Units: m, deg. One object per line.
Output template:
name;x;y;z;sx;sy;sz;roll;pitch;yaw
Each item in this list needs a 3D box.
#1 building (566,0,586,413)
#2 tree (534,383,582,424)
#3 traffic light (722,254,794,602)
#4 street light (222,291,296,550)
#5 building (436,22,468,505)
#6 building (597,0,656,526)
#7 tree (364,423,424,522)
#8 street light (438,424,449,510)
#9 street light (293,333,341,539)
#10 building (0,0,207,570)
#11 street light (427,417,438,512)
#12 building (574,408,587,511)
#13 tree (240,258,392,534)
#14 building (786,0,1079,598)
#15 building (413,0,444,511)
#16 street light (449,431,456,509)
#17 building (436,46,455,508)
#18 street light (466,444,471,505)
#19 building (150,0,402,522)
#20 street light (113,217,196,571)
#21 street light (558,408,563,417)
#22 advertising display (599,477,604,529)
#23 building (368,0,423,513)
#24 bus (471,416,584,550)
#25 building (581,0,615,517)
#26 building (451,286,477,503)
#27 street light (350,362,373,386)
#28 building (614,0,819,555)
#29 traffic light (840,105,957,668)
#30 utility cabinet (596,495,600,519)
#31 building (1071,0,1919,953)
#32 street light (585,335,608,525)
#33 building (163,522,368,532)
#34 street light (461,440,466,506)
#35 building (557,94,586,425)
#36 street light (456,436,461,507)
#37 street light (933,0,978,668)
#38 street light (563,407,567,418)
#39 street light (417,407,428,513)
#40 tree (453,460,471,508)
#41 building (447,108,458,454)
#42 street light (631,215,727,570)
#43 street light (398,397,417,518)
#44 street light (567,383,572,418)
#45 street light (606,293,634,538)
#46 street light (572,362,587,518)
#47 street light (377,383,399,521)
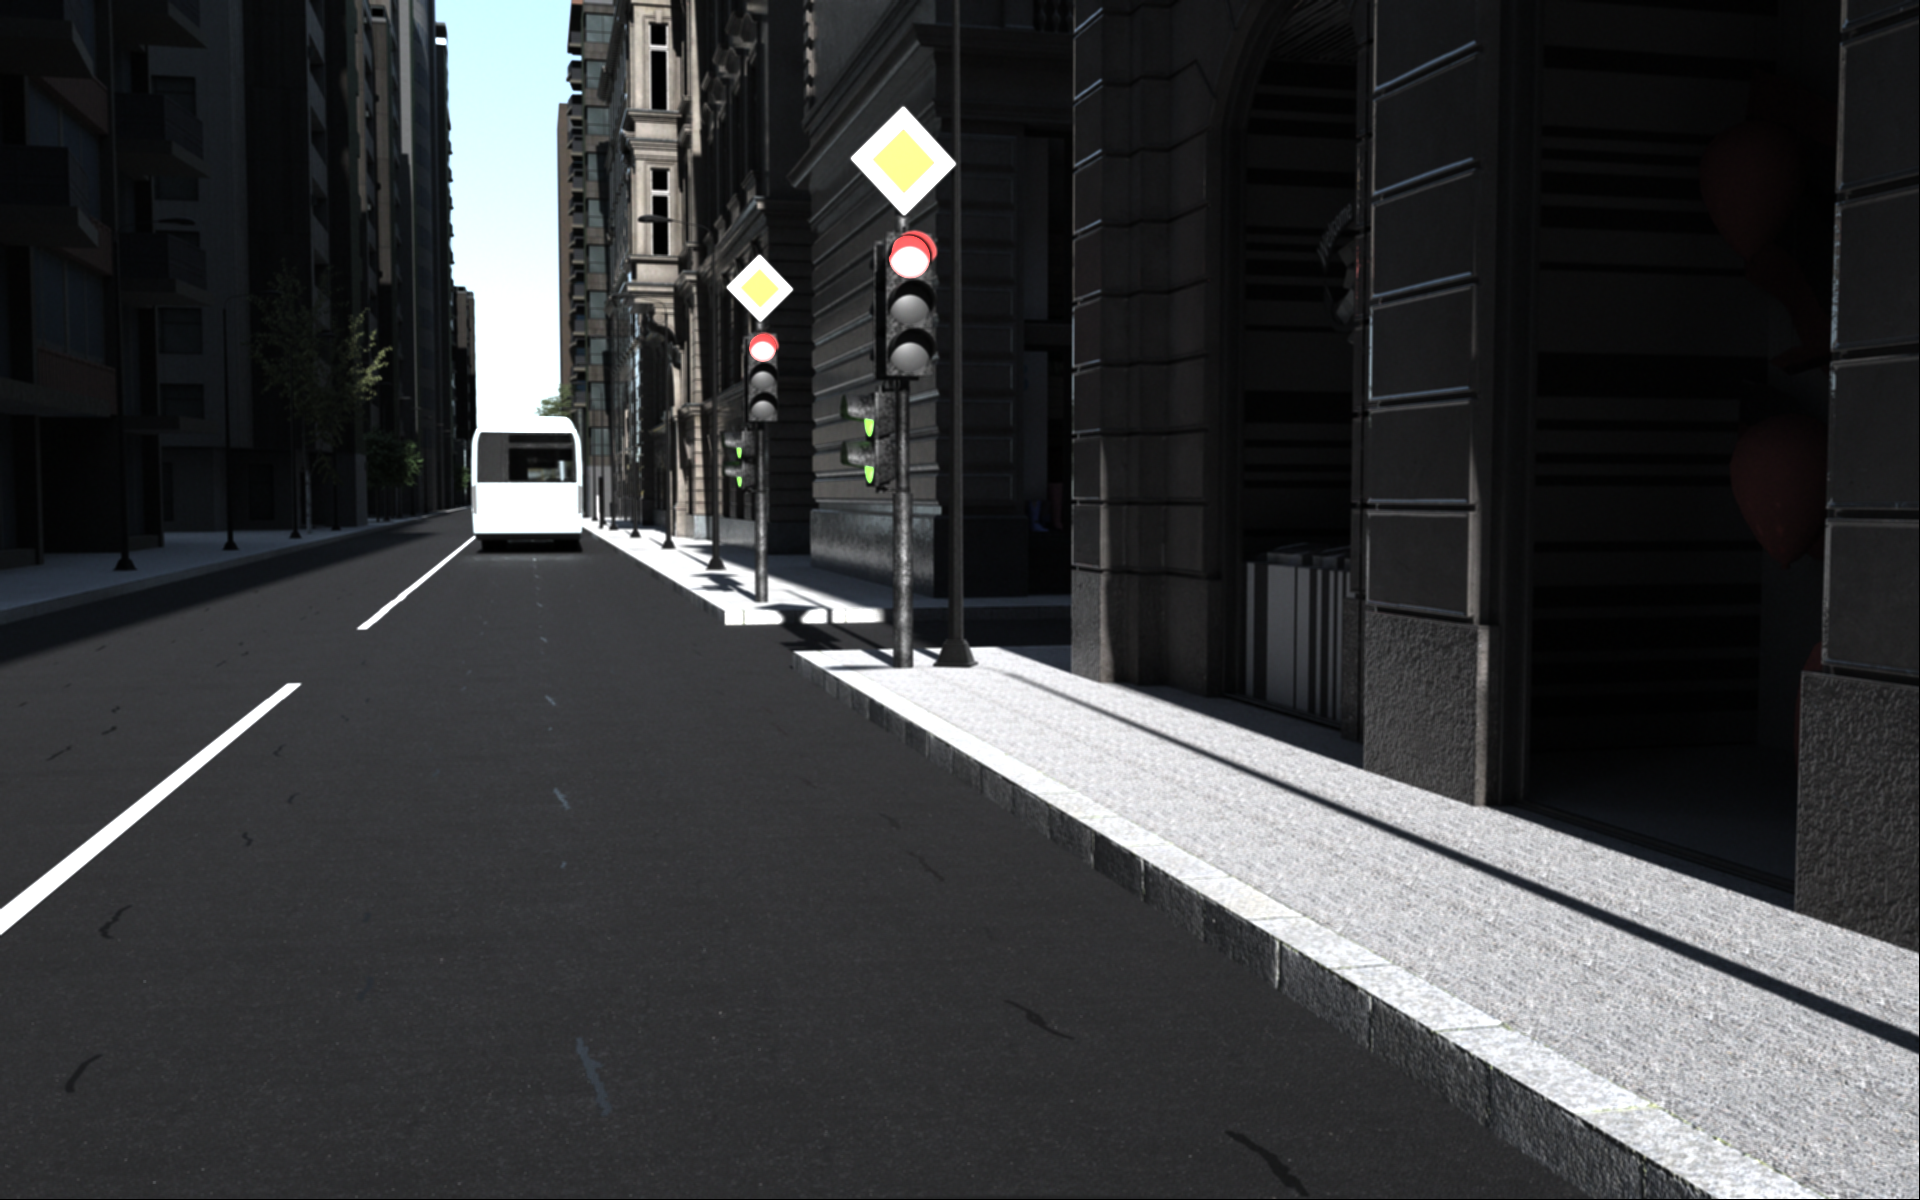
building;-23.734;-30.647;155.706;22.147;44.769;28.867;-1;4;-14
tree;-40.164;-15.788;176.261;7.486;12.596;7.792;0;3;0
traffic light;-2.376;-1.929;20.452;0.839;4.253;0.868;-1;4;-14
street light;-16.164;-4.100;39.578;1.470;5.913;1.316;-1;4;-14
building;-72.157;-54.948;211.067;22.319;86.520;31.000;-1;4;-14
building;-10.311;-17.432;82.276;12.463;27.353;25.104;-1;4;-14
tree;-26.626;-5.817;78.829;4.285;4.588;4.351;0;3;0
street light;-34.911;-8.708;114.912;1.470;5.913;1.316;-1;4;-14
street light;-18.711;-4.742;50.076;1.470;5.913;1.316;-1;4;-14
building;-26.614;-22.974;30.245;22.147;44.769;28.867;-1;4;-14
street light;-32.356;-8.041;104.016;1.470;5.913;1.316;-1;4;-14
building;-16.586;-49.709;125.417;22.319;86.520;31.000;-1;4;-14
tree;-20.507;-6.400;54.996;4.737;8.622;4.395;0;3;0
building;7.483;-12.146;27.460;19.941;23.489;11.050;-1;4;-14
building;-50.836;-35.968;130.077;21.231;58.520;28.212;-1;4;-14
street light;-37.776;-9.400;126.231;1.470;5.913;1.316;-1;4;-14
building;-52.307;-28.648;151.995;14.154;41.232;14.086;-1;4;-14
street light;-45.708;-11.353;158.154;1.470;5.913;1.316;-1;4;-14
building;-39.118;-19.843;96.131;14.160;30.474;14.107;-1;4;-14
street light;-13.526;-3.459;29.103;1.470;5.913;1.316;-1;4;-14
street light;-20.681;-7.372;93.074;1.470;5.913;1.316;-1;4;-14
advertising display;-13.370;-3.630;64.569;0.123;1.923;0.974;-1;4;-9
building;-42.485;-26.137;110.928;14.154;41.232;14.086;-1;4;-14
bus;-11.782;-3.228;47.634;2.948;3.499;13.247;-1;4;-13
building;-15.510;-20.336;104.190;14.160;30.474;14.107;-1;4;-14
building;-73.329;-28.388;235.844;14.160;30.474;14.107;-1;4;-14
street light;-21.481;-5.413;61.040;1.470;5.913;1.316;-1;4;-14
building;-3.150;-14.329;53.368;14.460;24.649;34.723;-1;4;-14
traffic light;-0.440;-1.455;12.704;0.839;4.253;0.868;-1;4;-14
utility cabinet;-18.855;-4.841;90.318;0.306;1.237;1.020;-1;4;-15
building;9.277;-9.795;1.946;13.314;21.916;24.055;-1;4;-14
street light;-10.098;-4.785;50.777;1.470;5.913;1.316;-1;4;-14
building;-29.889;-17.821;63.071;14.160;30.474;14.107;-1;4;-14
street light;-43.161;-10.710;147.656;1.470;5.913;1.316;-1;4;-14
building;-38.175;-33.393;196.086;14.600;45.320;14.200;-1;4;-14
street light;-40.400;-10.041;136.709;1.470;5.913;1.316;-1;4;-14
street light;-0.558;-2.454;12.663;1.470;5.913;1.316;-1;4;-14
street light;-17.968;-6.721;82.437;1.470;5.913;1.316;-1;4;-14
street light;-29.549;-7.360;92.883;1.470;5.913;1.316;-1;4;-14
tree;-48.319;-11.140;165.856;4.285;4.588;4.351;0;3;0
building;-65.040;-32.300;182.732;22.147;44.769;28.867;-1;4;-14
street light;-4.669;-3.459;29.102;1.470;5.913;1.316;-1;4;-14
street light;-26.959;-6.753;82.955;1.470;5.913;1.316;-1;4;-14
street light;-15.408;-6.080;71.942;1.470;5.913;1.316;-1;4;-14
street light;-7.362;-4.146;40.326;1.470;5.913;1.316;-1;4;-14
street light;-12.857;-5.431;61.343;1.470;5.913;1.316;-1;4;-14
street light;-24.410;-6.104;72.342;1.470;5.913;1.316;-1;4;-14
